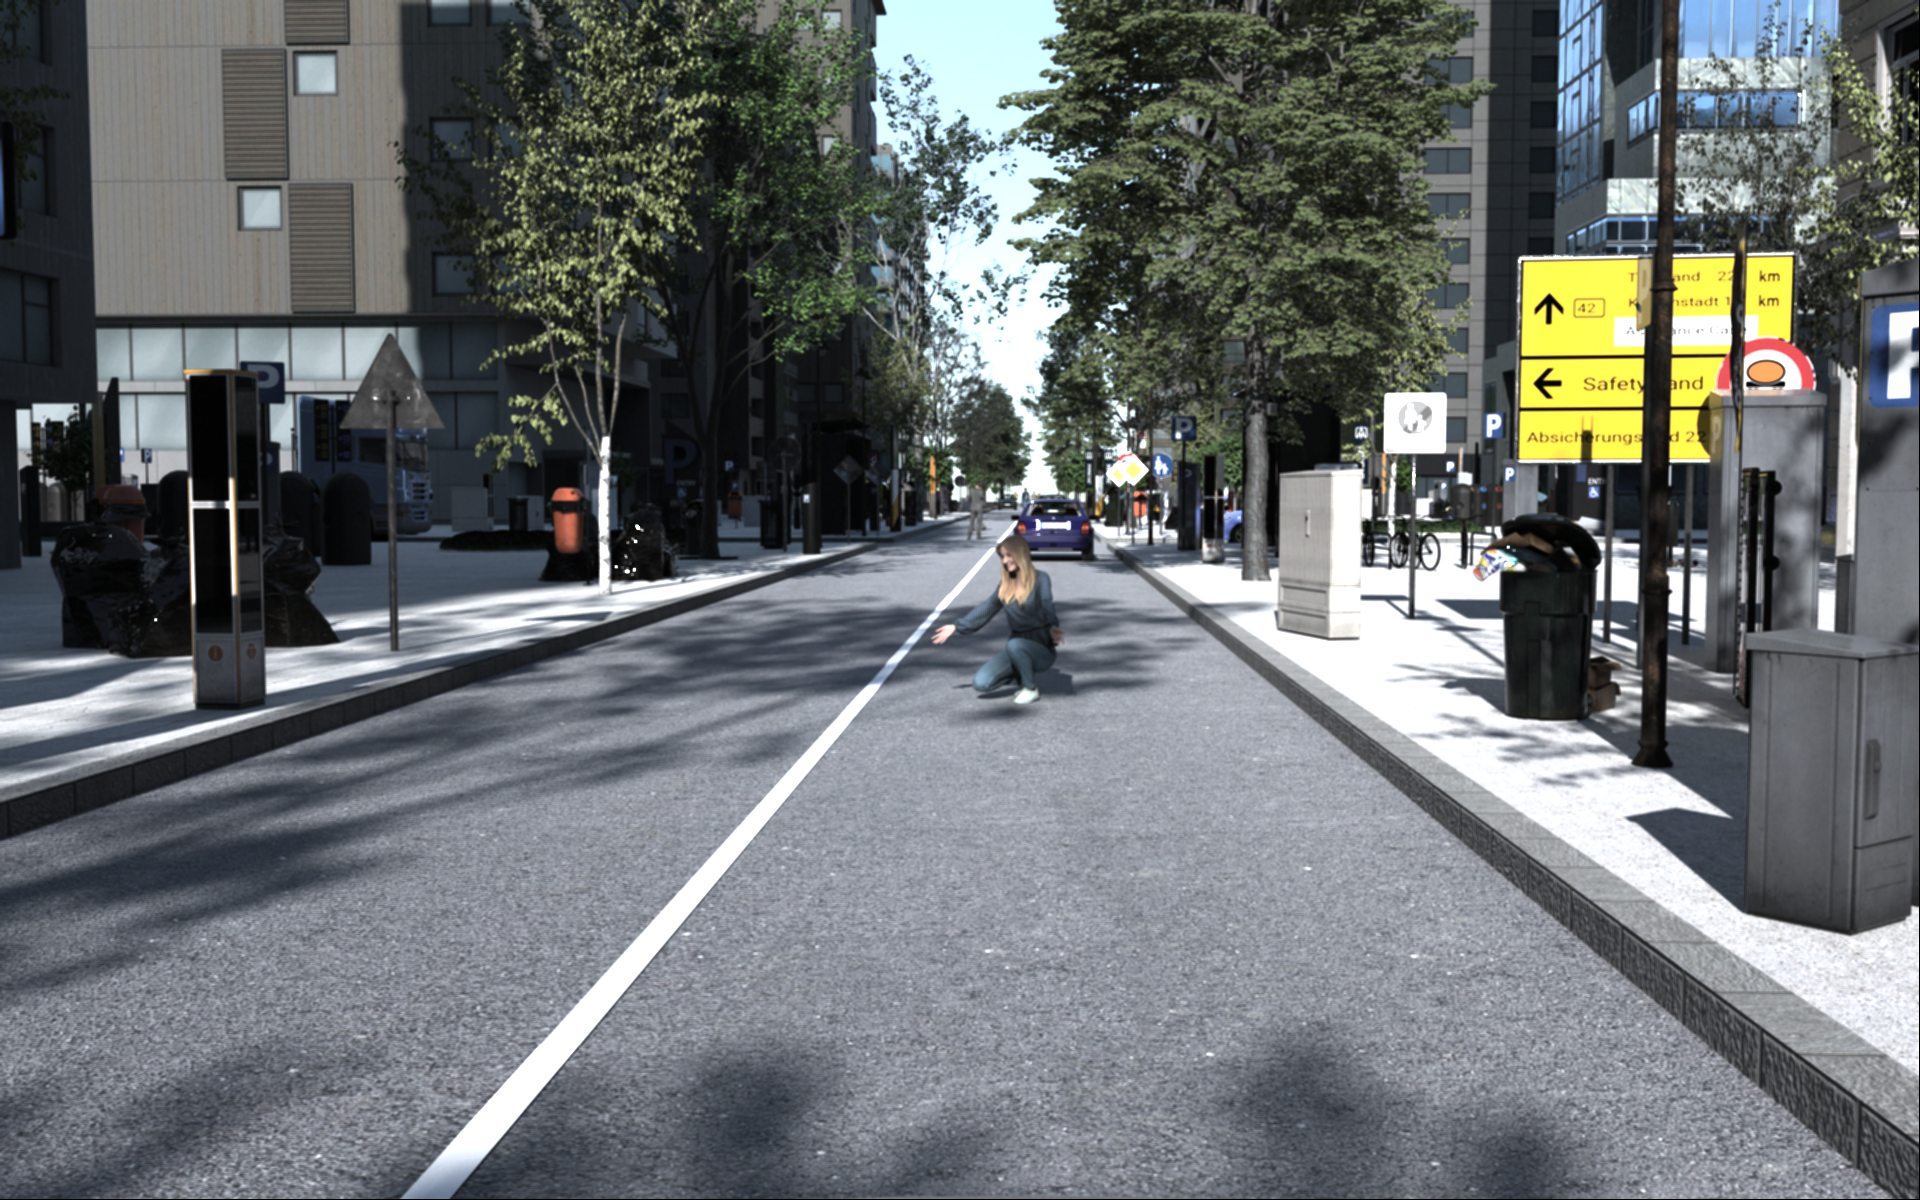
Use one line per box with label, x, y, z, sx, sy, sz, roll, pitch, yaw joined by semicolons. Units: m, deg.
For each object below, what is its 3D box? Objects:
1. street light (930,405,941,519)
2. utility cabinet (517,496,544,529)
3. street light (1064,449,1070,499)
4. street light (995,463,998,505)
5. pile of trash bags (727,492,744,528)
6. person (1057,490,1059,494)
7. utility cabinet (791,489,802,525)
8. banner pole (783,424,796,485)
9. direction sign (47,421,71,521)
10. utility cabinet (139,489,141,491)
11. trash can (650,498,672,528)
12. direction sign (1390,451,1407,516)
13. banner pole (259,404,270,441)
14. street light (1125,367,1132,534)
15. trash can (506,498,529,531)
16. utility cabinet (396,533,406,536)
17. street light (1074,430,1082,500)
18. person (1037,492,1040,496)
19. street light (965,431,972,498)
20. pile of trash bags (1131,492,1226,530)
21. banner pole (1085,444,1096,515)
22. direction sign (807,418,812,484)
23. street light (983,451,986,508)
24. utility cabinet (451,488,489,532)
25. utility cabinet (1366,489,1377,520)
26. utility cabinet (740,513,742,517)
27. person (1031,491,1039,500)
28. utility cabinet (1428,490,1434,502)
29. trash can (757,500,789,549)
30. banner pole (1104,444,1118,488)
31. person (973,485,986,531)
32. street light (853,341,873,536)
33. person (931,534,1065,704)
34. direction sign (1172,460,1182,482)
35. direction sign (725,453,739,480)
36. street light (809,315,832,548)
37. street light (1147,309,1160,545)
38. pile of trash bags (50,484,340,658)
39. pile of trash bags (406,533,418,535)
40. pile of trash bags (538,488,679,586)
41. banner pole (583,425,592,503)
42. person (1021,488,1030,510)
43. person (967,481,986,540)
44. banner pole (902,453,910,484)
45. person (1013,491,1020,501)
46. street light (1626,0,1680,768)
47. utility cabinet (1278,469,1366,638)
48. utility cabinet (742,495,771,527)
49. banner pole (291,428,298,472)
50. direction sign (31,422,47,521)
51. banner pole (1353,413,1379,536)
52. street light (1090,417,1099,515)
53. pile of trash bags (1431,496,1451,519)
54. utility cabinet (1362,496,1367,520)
street light;-1.214;-7.028;87.694;0.468;5.910;1.993;0;4;3
utility cabinet;-15.518;-3.147;62.622;0.306;1.237;1.020;2;4;35
street light;10.521;-11.867;166.816;0.468;5.910;1.993;0;4;3
street light;4.669;-14.656;212.407;0.468;5.910;1.993;0;4;3
pile of trash bags;-9.791;-3.358;64.662;3.447;1.369;1.912;0;4;-2
person;6.772;-6.732;119.567;0.512;1.701;0.522;2;4;24
utility cabinet;-6.906;-3.849;71.614;1.173;1.500;0.318;0;4;7
banner pole;-6.054;-4.363;61.351;0.401;3.779;0.863;-3;5;-41
direction sign;-27.742;-3.785;53.875;0.876;3.537;0.379;0;3;0
utility cabinet;-32.861;-3.720;69.501;0.318;1.500;1.173;1;4;22
trash can;-9.718;-2.729;56.272;0.748;1.137;0.748;0;3;0
direction sign;24.536;-6.417;96.914;0.876;3.537;0.379;0;4;-1
banner pole;-14.661;-2.830;36.294;0.401;3.779;0.863;2;4;26
street light;5.373;-5.046;55.296;0.468;5.910;1.993;0;4;3
trash can;-14.776;-2.830;57.932;0.748;1.137;0.748;0;3;0
utility cabinet;-17.350;-2.692;52.687;1.173;1.500;0.318;2;4;35
street light;8.908;-9.712;131.584;0.468;5.910;1.993;0;4;3
person;13.053;-16.897;284.900;1.348;1.807;0.705;2;4;34
street light;0.675;-9.551;128.939;0.468;5.910;1.993;0;4;3
pile of trash bags;7.817;-3.190;61.915;3.447;1.369;1.912;0;4;-3
banner pole;6.557;-5.879;86.135;0.863;3.779;0.401;-2;4;-30
direction sign;-4.506;-3.666;51.942;0.379;3.537;0.876;-1;4;-13
street light;2.294;-11.712;164.271;0.468;5.910;1.993;0;4;3
utility cabinet;-16.541;-3.046;58.480;1.173;1.500;0.318;0;4;8
utility cabinet;18.515;-4.330;79.472;1.173;1.500;0.318;1;4;8
utility cabinet;-12.545;-5.255;97.085;1.020;1.237;0.306;2;4;31
person;7.679;-10.330;177.929;0.617;1.759;0.750;2;4;34
utility cabinet;28.332;-5.779;103.163;0.318;1.500;1.173;-1;4;-16
trash can;-4.375;-1.769;40.584;0.748;1.137;0.748;0;3;0
banner pole;7.571;-5.894;86.377;0.863;3.779;0.401;0;4;-2
person;0.674;-3.627;67.902;0.767;1.812;0.694;0;4;-6
street light;-2.916;-4.873;52.466;0.468;5.910;1.993;0;4;3
person;0.413;0.128;11.913;0.738;1.151;1.012;-3;5;-44
direction sign;14.516;-7.532;115.152;0.876;3.537;0.379;1;4;21
direction sign;-12.632;-6.360;95.987;0.876;3.537;0.379;1;4;18
street light;-3.378;-4.196;41.394;0.468;5.910;1.993;0;4;3
street light;4.778;-4.310;43.254;0.468;5.910;1.993;0;4;3
pile of trash bags;-6.938;-0.332;15.187;1.912;1.369;3.447;-3;5;-43
pile of trash bags;-18.829;-2.728;54.350;3.447;1.369;1.912;-1;4;-18
pile of trash bags;-5.370;-0.977;25.719;1.912;1.369;3.447;0;4;4
banner pole;-13.610;-4.481;63.289;0.401;3.779;0.863;1;4;10
person;3.907;-5.789;103.175;0.581;1.822;0.654;0;4;3
person;0.520;-2.836;54.678;0.655;1.846;0.447;1;4;21
banner pole;-3.277;-7.122;106.459;0.863;3.779;0.401;1;4;13
person;7.006;-12.856;218.787;1.348;1.812;0.705;1;4;19
street light;3.277;-2.155;8.017;0.468;5.910;1.993;0;4;3
utility cabinet;3.240;-0.430;15.702;0.318;1.500;1.173;-1;4;-12
utility cabinet;-7.914;-3.456;67.667;1.020;1.237;0.306;0;4;-5
banner pole;-25.073;-4.616;65.481;0.863;3.779;0.401;3;5;40
direction sign;-29.113;-3.858;55.068;0.379;3.537;0.876;1;4;19
banner pole;12.574;-3.892;53.648;0.863;3.779;0.401;2;4;26
street light;7.011;-7.201;90.526;0.468;5.910;1.993;0;4;3
pile of trash bags;25.237;-4.788;88.032;1.912;1.369;3.447;0;4;0
utility cabinet;13.489;-2.971;59.744;1.020;1.237;0.306;0;4;-8
